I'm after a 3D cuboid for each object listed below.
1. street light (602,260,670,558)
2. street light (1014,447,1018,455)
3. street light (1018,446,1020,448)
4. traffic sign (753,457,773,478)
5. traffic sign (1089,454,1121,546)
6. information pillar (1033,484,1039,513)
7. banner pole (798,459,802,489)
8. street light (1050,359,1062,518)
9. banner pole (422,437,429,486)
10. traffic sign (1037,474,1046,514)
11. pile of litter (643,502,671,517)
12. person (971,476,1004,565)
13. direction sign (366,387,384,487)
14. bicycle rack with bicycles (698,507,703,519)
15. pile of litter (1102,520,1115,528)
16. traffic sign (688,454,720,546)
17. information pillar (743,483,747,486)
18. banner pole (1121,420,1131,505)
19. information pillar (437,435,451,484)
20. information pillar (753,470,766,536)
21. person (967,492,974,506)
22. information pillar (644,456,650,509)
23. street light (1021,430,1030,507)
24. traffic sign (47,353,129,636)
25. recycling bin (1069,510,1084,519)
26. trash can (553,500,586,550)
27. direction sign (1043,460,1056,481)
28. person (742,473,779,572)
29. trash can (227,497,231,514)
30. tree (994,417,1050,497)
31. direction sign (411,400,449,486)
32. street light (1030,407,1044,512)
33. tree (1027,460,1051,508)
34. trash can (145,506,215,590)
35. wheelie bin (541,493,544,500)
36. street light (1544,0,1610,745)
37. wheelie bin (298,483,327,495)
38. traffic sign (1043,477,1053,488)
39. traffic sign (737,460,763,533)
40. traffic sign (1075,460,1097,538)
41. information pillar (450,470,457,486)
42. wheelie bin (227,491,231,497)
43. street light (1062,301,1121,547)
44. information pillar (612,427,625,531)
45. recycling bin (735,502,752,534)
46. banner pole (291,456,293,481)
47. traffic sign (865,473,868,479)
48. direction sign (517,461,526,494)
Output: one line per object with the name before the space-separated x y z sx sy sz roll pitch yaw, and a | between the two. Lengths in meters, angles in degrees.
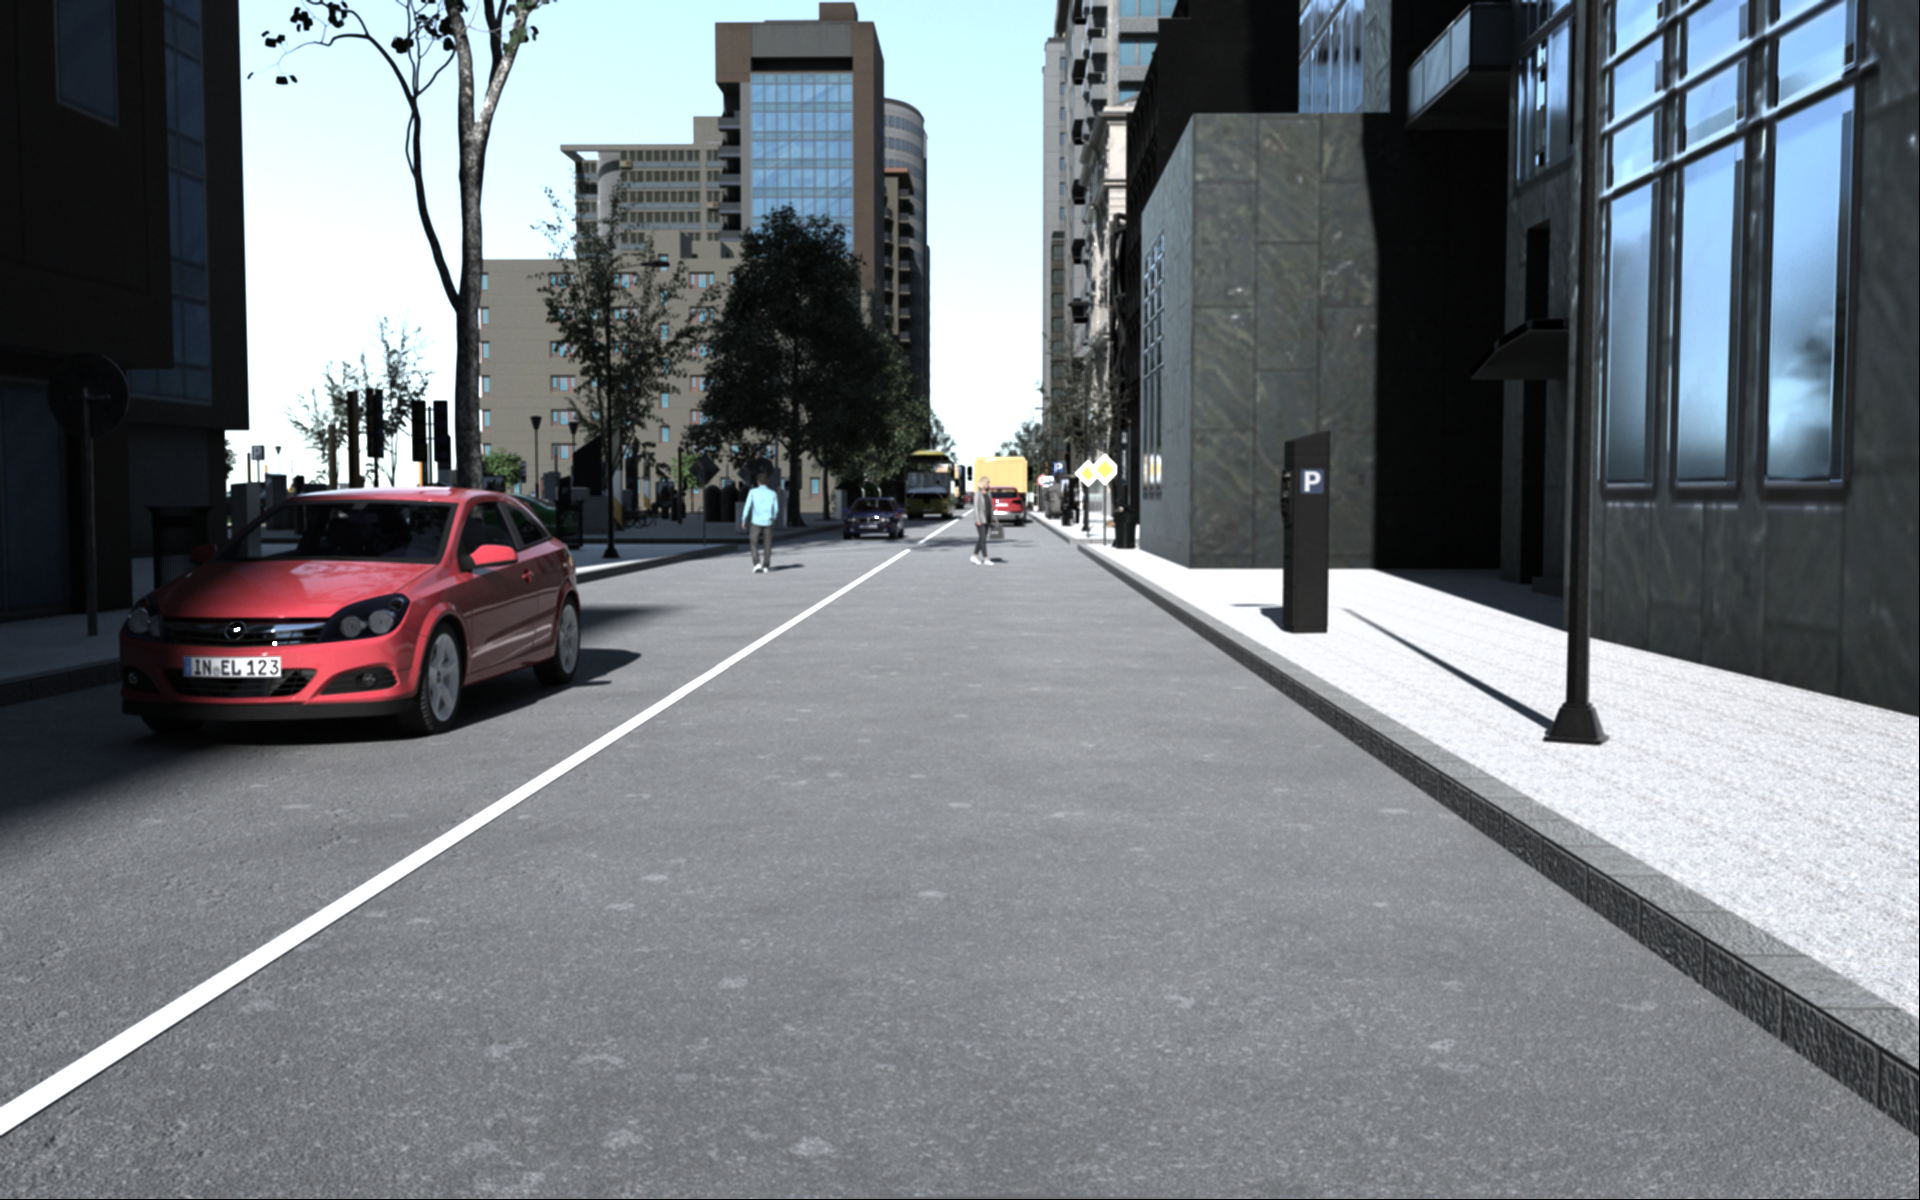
street light | -6.469 -3.796 34.600 1.470 5.913 1.316 0 4 1
street light | 6.203 -11.998 168.715 1.470 5.913 1.316 0 4 1
street light | 5.474 -9.976 135.644 1.470 5.913 1.316 0 4 1
traffic sign | -6.826 -3.653 59.830 0.768 2.556 0.104 0 4 2
traffic sign | 3.582 -2.398 42.847 0.795 2.450 0.064 0 4 1
information pillar | 5.301 -7.084 120.321 0.304 2.012 0.304 2 4 26
banner pole | -10.028 -7.158 107.050 0.401 3.779 0.863 2 4 34
street light | 3.810 -5.332 59.719 1.470 5.913 1.316 0 4 1
banner pole | -23.052 -5.198 75.000 0.401 3.779 0.863 1 4 16
traffic sign | 5.357 -6.836 111.879 0.768 2.556 0.104 0 4 8
pile of litter | -16.896 -5.038 96.332 1.719 0.858 1.176 0 4 -6
person | 0.517 -1.631 35.351 0.728 1.800 0.709 3 5 45
direction sign | -12.573 -2.770 37.289 0.379 3.537 0.876 0 4 3
bicycle rack with bicycles | -12.067 -4.580 88.267 2.852 0.926 2.925 -2 4 -35
pile of litter | 6.145 -3.247 67.053 1.719 0.858 1.176 -2 4 -35
traffic sign | -6.359 -2.412 43.083 0.795 2.450 0.064 0 4 1
information pillar | -14.551 -6.854 116.555 0.304 2.012 0.304 1 4 22
banner pole | 5.632 -4.200 58.684 0.401 3.779 0.863 -1 4 -21
information pillar | -17.372 -4.096 58.318 0.504 3.616 0.183 -3 5 -40
information pillar | -6.165 -2.985 53.292 0.304 2.012 0.304 -3 4 -38
person | 1.474 -12.645 215.954 1.217 1.735 0.721 1 4 11
information pillar | -19.270 -7.053 106.677 0.504 3.616 0.183 2 4 35
street light | 5.327 -9.381 125.924 1.470 5.913 1.316 0 4 1
traffic sign | -7.866 -0.950 15.633 0.768 2.556 0.104 0 4 5
recycling bin | 6.139 -4.748 90.180 0.722 1.027 0.722 -3 4 -37
trash can | -9.065 -1.745 40.191 0.748 1.137 0.748 0 3 0
direction sign | 5.962 -7.550 115.439 0.876 3.537 0.379 -1 4 -22
person | -3.649 -1.421 31.755 0.660 1.820 0.620 -1 4 -19
trash can | -32.168 -3.974 76.627 0.748 1.137 0.748 0 3 0
tree | 7.847 -16.794 208.992 8.767 10.594 7.601 0 4 -6
direction sign | -12.796 -3.051 41.876 0.876 3.537 0.379 0 4 0
street light | 4.650 -7.358 92.837 1.470 5.913 1.316 0 4 1
tree | 7.019 -10.918 162.222 4.285 4.588 4.351 0 3 0
trash can | -9.179 -0.536 20.417 0.748 1.137 0.748 0 3 0
wheelie bin | -29.250 -7.037 122.956 0.980 1.594 0.693 -1 4 -17
street light | 2.673 -2.222 8.866 1.470 5.913 1.316 0 4 1
wheelie bin | -19.207 -2.667 51.506 0.980 1.594 0.693 -2 4 -26
traffic sign | 5.112 -6.008 100.365 0.606 2.300 0.079 0 4 7
traffic sign | -6.186 -2.901 51.067 0.795 2.450 0.064 0 4 1
traffic sign | 3.756 -2.886 50.831 0.795 2.450 0.064 0 4 1
information pillar | -15.199 -2.929 52.377 0.304 2.012 0.304 2 4 32
wheelie bin | -49.090 -6.662 116.826 0.693 1.594 0.980 -3 4 -37
street light | 3.293 -4.239 41.844 1.470 5.913 1.316 0 4 1
information pillar | -11.977 -4.228 60.475 0.504 3.616 0.183 3 4 36
recycling bin | -6.705 -2.621 55.401 0.722 1.027 0.722 -3 5 -41
banner pole | -43.764 -7.557 113.577 0.401 3.779 0.863 -2 4 -28
traffic sign | -5.729 -6.456 105.555 0.884 2.594 0.081 0 4 5
direction sign | -30.370 -7.807 119.634 0.876 3.537 0.379 1 4 15
